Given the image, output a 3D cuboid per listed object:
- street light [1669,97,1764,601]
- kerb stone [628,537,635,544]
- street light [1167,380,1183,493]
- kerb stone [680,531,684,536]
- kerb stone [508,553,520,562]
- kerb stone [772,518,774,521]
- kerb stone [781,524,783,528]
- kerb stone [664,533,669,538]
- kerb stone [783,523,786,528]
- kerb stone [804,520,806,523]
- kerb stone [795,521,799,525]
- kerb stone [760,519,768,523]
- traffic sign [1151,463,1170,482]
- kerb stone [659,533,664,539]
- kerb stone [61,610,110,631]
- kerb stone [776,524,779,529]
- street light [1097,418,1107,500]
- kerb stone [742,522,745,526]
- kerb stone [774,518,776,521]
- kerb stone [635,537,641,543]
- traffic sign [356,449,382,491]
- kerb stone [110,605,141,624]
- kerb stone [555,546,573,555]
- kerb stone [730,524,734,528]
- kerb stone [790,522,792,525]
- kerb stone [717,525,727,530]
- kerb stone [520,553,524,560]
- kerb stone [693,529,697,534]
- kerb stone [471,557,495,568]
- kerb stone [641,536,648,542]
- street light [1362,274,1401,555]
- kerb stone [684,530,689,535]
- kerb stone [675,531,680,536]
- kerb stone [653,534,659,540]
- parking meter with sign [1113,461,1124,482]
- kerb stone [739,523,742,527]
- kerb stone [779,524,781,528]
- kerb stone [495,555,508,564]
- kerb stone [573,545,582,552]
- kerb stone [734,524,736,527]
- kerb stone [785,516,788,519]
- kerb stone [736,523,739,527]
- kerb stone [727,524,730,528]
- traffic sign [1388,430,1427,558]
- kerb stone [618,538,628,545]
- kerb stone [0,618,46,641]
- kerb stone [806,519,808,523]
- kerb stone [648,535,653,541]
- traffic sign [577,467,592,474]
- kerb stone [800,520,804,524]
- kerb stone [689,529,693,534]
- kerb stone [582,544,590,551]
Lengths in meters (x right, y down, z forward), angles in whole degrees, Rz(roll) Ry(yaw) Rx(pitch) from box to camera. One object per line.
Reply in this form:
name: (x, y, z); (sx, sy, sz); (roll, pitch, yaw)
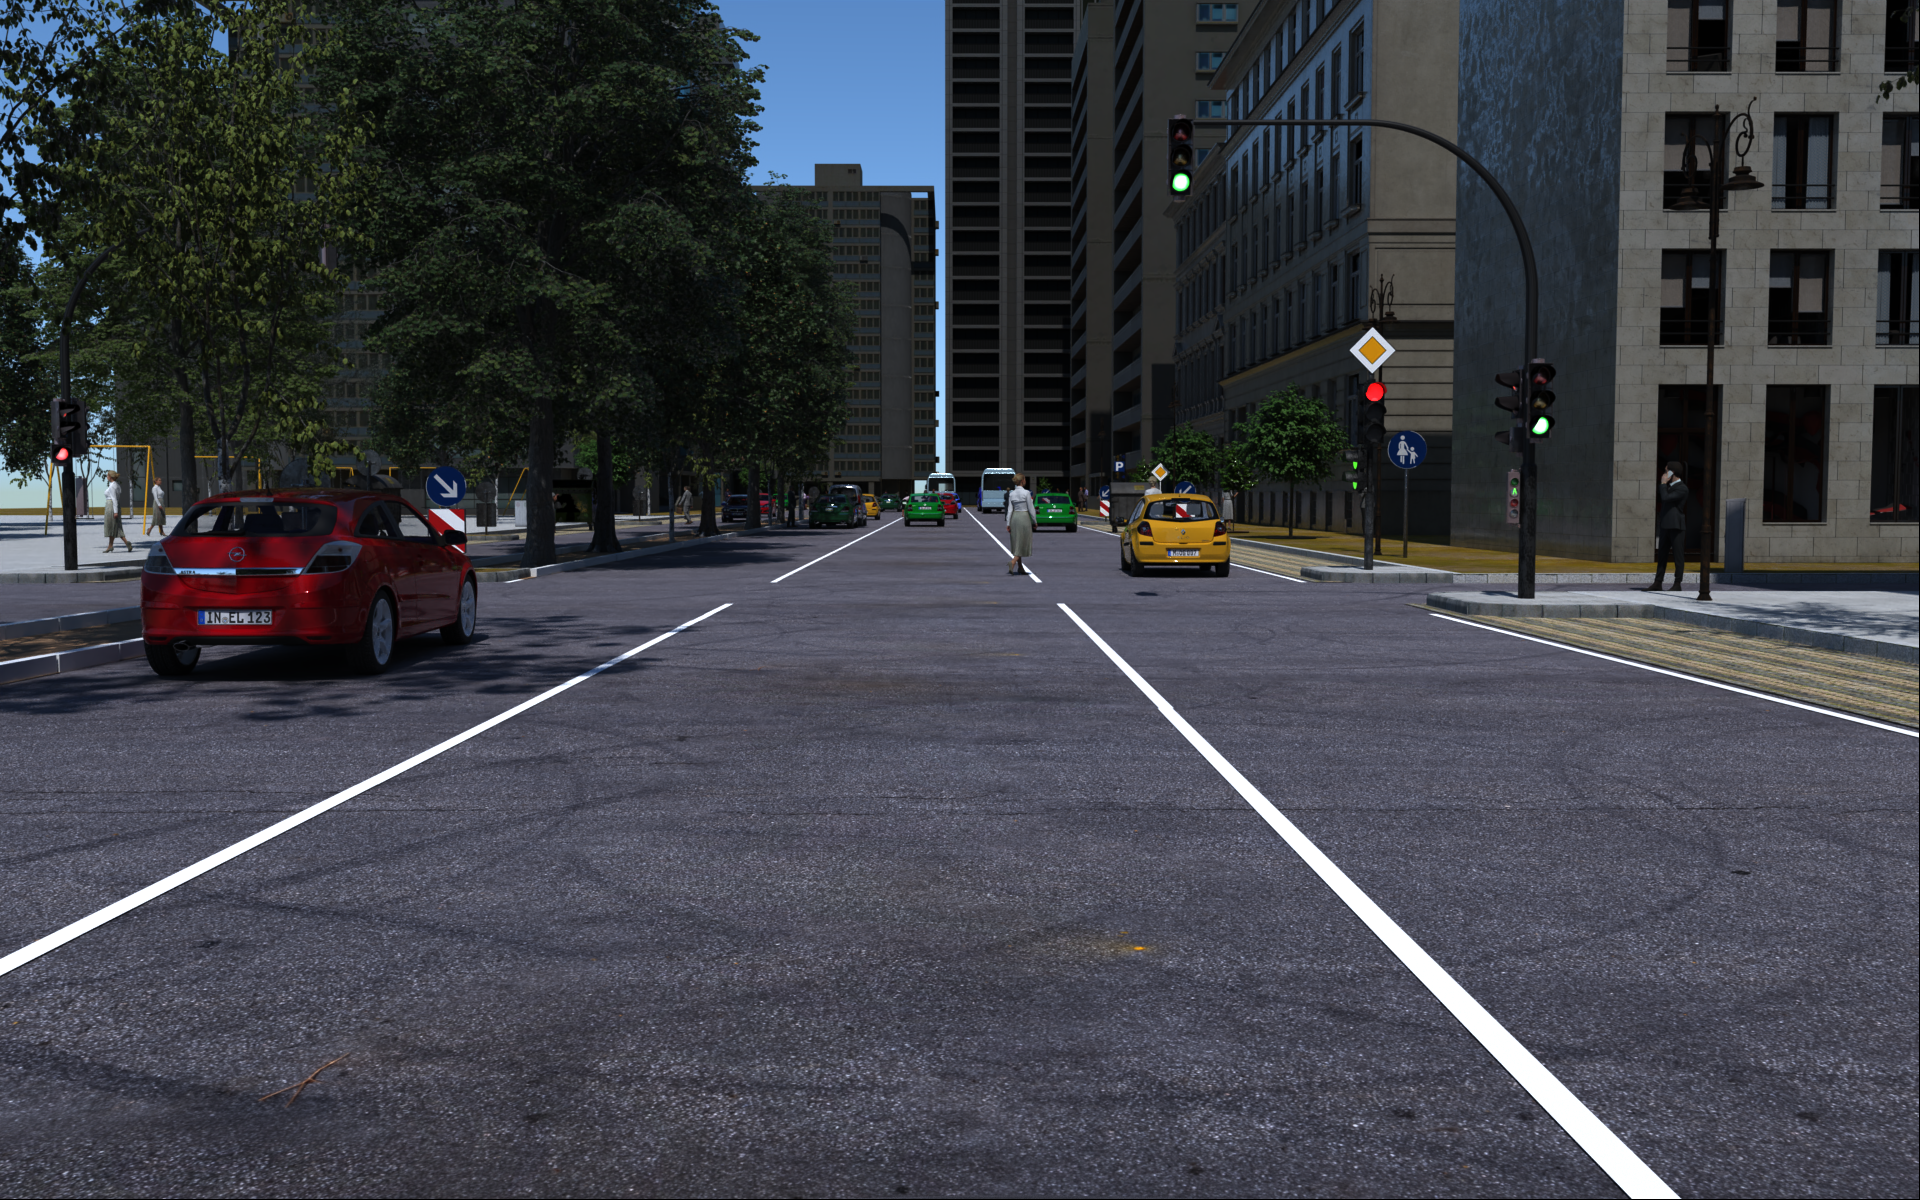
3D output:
street light: (8.983, -2.932, 20.725); (0.468, 5.910, 1.993); (0, 4, 0)
kerb stone: (-9.562, -1.684, 49.751); (0.120, 0.150, 1.000); (0, 4, 0)
street light: (8.684, -5.955, 70.158); (0.468, 5.910, 1.993); (0, 4, 0)
kerb stone: (-9.612, -2.248, 58.987); (0.120, 0.150, 1.000); (0, 4, 0)
kerb stone: (-9.489, -0.871, 36.438); (0.120, 0.150, 1.000); (0, 4, 0)
kerb stone: (-9.780, -4.069, 88.725); (0.120, 0.150, 1.000); (0, 4, 0)
kerb stone: (-7.590, -3.063, 72.333); (0.120, 0.150, 1.000); (0, 4, 0)
kerb stone: (-9.590, -2.062, 55.908); (0.120, 0.150, 1.000); (0, 4, 0)
kerb stone: (-7.592, -3.129, 73.355); (0.120, 0.150, 1.000); (0, 4, 0)
kerb stone: (-7.654, -3.756, 83.598); (0.120, 0.150, 1.000); (0, 4, 0)
kerb stone: (-7.628, -3.505, 79.501); (0.120, 0.150, 1.000); (0, 4, 0)
kerb stone: (-9.774, -3.943, 86.669); (0.120, 0.150, 1.000); (0, 4, 0)
traffic sign: (8.408, -4.452, 72.524); (0.795, 2.593, 0.064); (0, 4, 0)
kerb stone: (-9.589, -1.998, 54.880); (0.120, 0.150, 1.000); (0, 4, 0)
kerb stone: (-9.387, 0.229, 18.447); (0.120, 0.150, 1.000); (0, 4, 0)
kerb stone: (-7.574, -2.938, 70.285); (0.120, 0.150, 1.000); (0, 4, 0)
street light: (8.516, -8.026, 104.013); (0.468, 5.910, 1.993); (0, 4, 0)
kerb stone: (-9.713, -3.313, 76.409); (0.120, 0.150, 1.000); (0, 4, 0)
kerb stone: (-9.791, -4.132, 89.747); (0.120, 0.150, 1.000); (0, 4, 0)
kerb stone: (-9.574, -1.747, 50.776); (0.120, 0.150, 1.000); (0, 4, 0)
traffic sign: (-16.895, -3.020, 49.482); (0.768, 2.556, 0.104); (0, 4, 6)
kerb stone: (-9.382, 0.167, 19.469); (0.120, 0.150, 1.000); (0, 4, 0)
kerb stone: (-9.511, -1.178, 41.560); (0.120, 0.150, 1.000); (0, 4, 0)
kerb stone: (-9.684, -3.065, 72.310); (0.120, 0.150, 1.000); (0, 4, 0)
kerb stone: (-7.606, -3.310, 76.423); (0.120, 0.150, 1.000); (0, 4, 0)
kerb stone: (-9.685, -2.935, 70.254); (0.120, 0.150, 1.000); (0, 4, 0)
kerb stone: (-9.496, -0.934, 37.464); (0.120, 0.150, 1.000); (0, 4, 0)
kerb stone: (-9.635, -2.438, 62.060); (0.120, 0.150, 1.000); (0, 4, 0)
kerb stone: (-9.468, -0.746, 34.389); (0.120, 0.150, 1.000); (0, 4, 0)
kerb stone: (-9.570, -1.811, 51.799); (0.120, 0.150, 1.000); (0, 4, 0)
street light: (8.846, -3.896, 36.495); (0.468, 5.910, 1.993); (0, 4, 0)
kerb stone: (-9.611, -2.304, 60.010); (0.120, 0.150, 1.000); (0, 4, 0)
kerb stone: (-9.602, -2.187, 57.960); (0.120, 0.150, 1.000); (0, 4, 0)
kerb stone: (-9.578, -1.936, 53.852); (0.120, 0.150, 1.000); (0, 4, 0)
parking meter with sign: (8.491, -5.922, 93.086); (0.543, 3.016, 1.738); (0, 4, 1)
kerb stone: (-9.704, -3.253, 75.378); (0.120, 0.150, 1.000); (0, 4, 0)
kerb stone: (-7.579, -3.004, 71.309); (0.120, 0.150, 1.000); (0, 4, 0)
kerb stone: (-9.478, -0.809, 35.415); (0.120, 0.150, 1.000); (0, 4, 0)
kerb stone: (-9.521, -1.247, 42.582); (0.120, 0.150, 1.000); (0, 4, 0)
kerb stone: (-9.697, -3.124, 73.332); (0.120, 0.150, 1.000); (0, 4, 0)
kerb stone: (-9.846, -4.754, 99.992); (0.120, 0.150, 1.000); (0, 4, 0)
kerb stone: (-9.699, -3.185, 74.355); (0.120, 0.150, 1.000); (0, 4, 0)
kerb stone: (-9.684, -3.002, 71.276); (0.120, 0.150, 1.000); (0, 4, 0)
traffic sign: (8.963, -2.121, 34.787); (0.768, 2.556, 0.104); (0, 4, 6)
kerb stone: (-9.556, -1.616, 48.729); (0.120, 0.150, 1.000); (0, 4, 0)
kerb stone: (-9.383, 0.292, 17.420); (0.120, 0.150, 1.000); (0, 4, 0)
kerb stone: (-7.655, -3.818, 84.620); (0.120, 0.150, 1.000); (0, 4, 0)
kerb stone: (-9.578, -1.872, 52.830); (0.120, 0.150, 1.000); (0, 4, 0)
traffic sign: (-17.773, -5.012, 82.049); (0.768, 2.556, 0.104); (0, 4, 5)
kerb stone: (-7.650, -3.692, 82.575); (0.120, 0.150, 1.000); (0, 4, 0)
kerb stone: (-9.620, -2.369, 61.032); (0.120, 0.150, 1.000); (0, 4, 0)
kerb stone: (-9.528, -1.307, 43.610); (0.120, 0.150, 1.000); (0, 4, 0)
